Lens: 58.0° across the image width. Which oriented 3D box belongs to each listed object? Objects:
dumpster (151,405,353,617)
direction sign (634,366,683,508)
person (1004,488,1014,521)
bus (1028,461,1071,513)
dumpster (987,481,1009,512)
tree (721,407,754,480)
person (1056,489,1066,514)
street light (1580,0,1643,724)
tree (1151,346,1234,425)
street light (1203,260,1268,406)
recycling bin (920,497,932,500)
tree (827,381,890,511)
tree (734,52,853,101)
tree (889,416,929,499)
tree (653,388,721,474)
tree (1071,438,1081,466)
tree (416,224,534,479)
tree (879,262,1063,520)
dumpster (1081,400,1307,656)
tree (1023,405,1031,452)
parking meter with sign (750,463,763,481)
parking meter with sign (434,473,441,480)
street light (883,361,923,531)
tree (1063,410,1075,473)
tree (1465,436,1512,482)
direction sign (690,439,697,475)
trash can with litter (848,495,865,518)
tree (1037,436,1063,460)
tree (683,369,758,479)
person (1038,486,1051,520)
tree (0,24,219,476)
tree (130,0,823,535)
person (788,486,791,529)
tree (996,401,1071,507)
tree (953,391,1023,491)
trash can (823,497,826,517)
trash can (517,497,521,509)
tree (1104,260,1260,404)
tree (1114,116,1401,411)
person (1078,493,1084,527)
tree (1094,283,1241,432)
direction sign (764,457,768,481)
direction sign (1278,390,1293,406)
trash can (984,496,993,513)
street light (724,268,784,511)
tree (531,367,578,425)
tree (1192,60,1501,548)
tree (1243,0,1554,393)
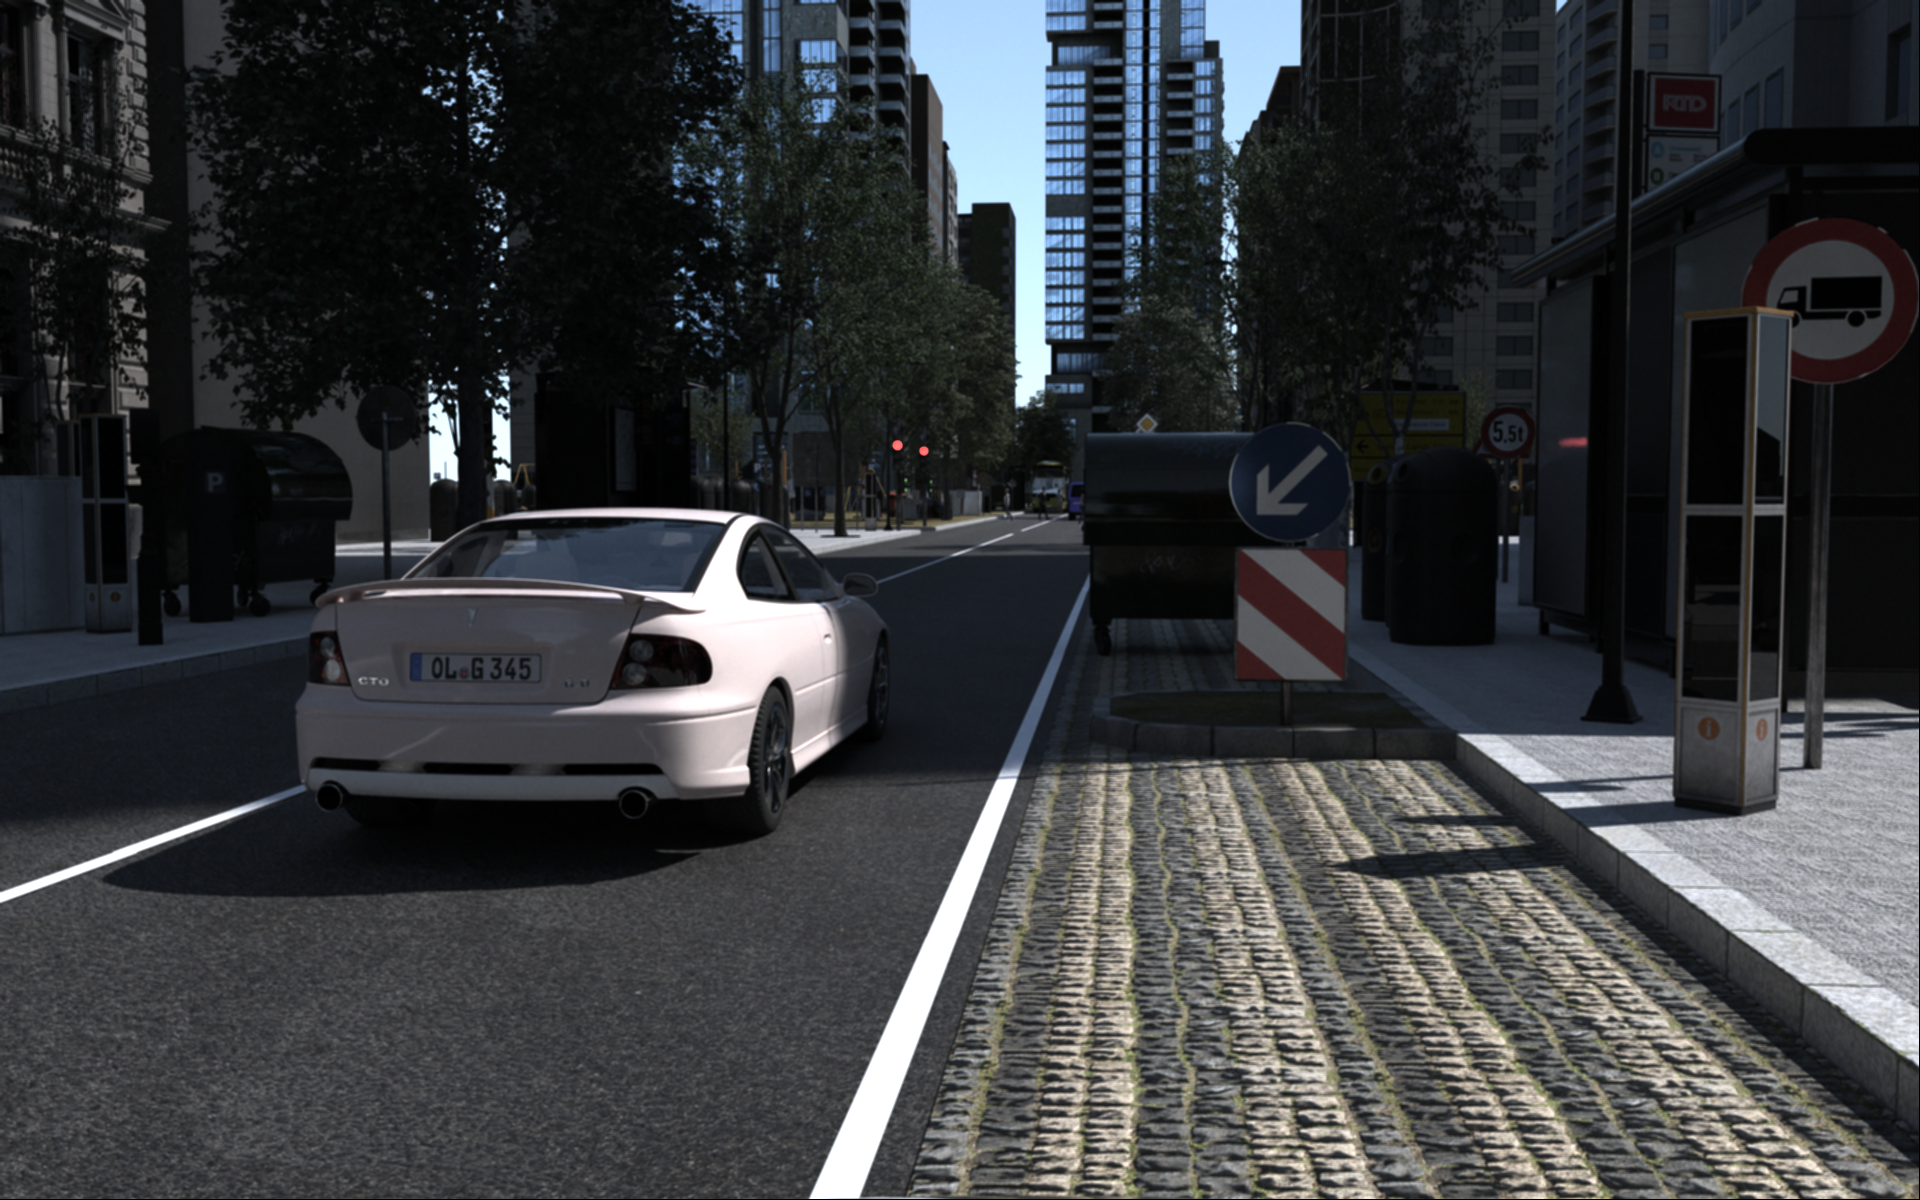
[{"bbox_3d":[-7.737,-0.999,18.829,1.502,2.255,1.985,0,4,5],"label":"dumpster"},{"bbox_3d":[-5.332,-2.366,30.673,0.876,3.537,0.379,0,4,3],"label":"direction sign"},{"bbox_3d":[2.593,-5.059,91.886,0.598,1.740,0.731,-1,4,-17],"label":"person"},{"bbox_3d":[6.986,-8.613,132.365,2.896,3.916,12.252,0,4,6],"label":"bus"},{"bbox_3d":[2.774,-7.627,127.194,1.502,2.255,1.985,0,4,5],"label":"dumpster"},{"bbox_3d":[-18.333,-11.517,138.670,4.360,8.622,3.978,0,3,0],"label":"tree"},{"bbox_3d":[7.298,-7.103,124.990,0.716,1.782,0.532,0,4,8],"label":"person"},{"bbox_3d":[3.164,-2.274,9.714,1.470,5.913,1.316,0,4,5],"label":"street light"},{"bbox_3d":[11.463,-8.273,85.622,4.360,8.622,3.978,0,3,0],"label":"tree"},{"bbox_3d":[5.509,-3.782,34.377,1.470,5.913,1.316,0,4,5],"label":"street light"},{"bbox_3d":[-2.557,-7.244,130.998,0.722,1.027,0.722,1,4,17],"label":"recycling bin"},{"bbox_3d":[-6.274,-9.836,111.186,4.360,8.622,3.978,0,3,0],"label":"tree"},{"bbox_3d":[-4.600,-7.122,42.198,9.928,11.665,9.643,0,3,0],"label":"tree"},{"bbox_3d":[-3.959,-11.622,140.388,4.737,8.622,4.395,0,3,0],"label":"tree"},{"bbox_3d":[-17.202,-9.582,107.033,4.360,8.622,3.978,0,3,0],"label":"tree"},{"bbox_3d":[10.304,-16.663,206.859,8.767,10.594,7.601,0,4,6],"label":"tree"},{"bbox_3d":[-10.305,-5.188,35.184,4.737,8.622,4.395,0,3,0],"label":"tree"},{"bbox_3d":[-0.477,-10.218,85.189,7.486,12.596,7.792,0,3,0],"label":"tree"},{"bbox_3d":[2.087,-0.653,15.634,1.985,2.255,1.502,0,4,5],"label":"dumpster"},{"bbox_3d":[3.406,-11.134,132.399,4.737,8.622,4.395,0,3,0],"label":"tree"},{"bbox_3d":[-11.683,-6.137,96.600,0.543,3.016,1.738,2,4,25],"label":"parking meter with sign"},{"bbox_3d":[-42.300,-8.764,139.552,0.543,3.016,1.738,0,4,-3],"label":"parking meter with sign"},{"bbox_3d":[-1.979,-5.385,60.586,1.470,5.913,1.316,0,4,5],"label":"street light"},{"bbox_3d":[8.726,-16.455,187.158,7.486,12.596,7.792,0,3,0],"label":"tree"},{"bbox_3d":[16.522,-3.719,55.415,1.663,3.219,1.824,0,3,0],"label":"tree"},{"bbox_3d":[-11.179,-4.808,70.608,0.876,3.537,0.379,-1,4,-11],"label":"direction sign"},{"bbox_3d":[-5.181,-4.965,92.240,1.678,1.210,2.233,-1,4,-18],"label":"trash can with litter"},{"bbox_3d":[10.228,-15.270,200.020,4.360,8.622,3.978,0,3,0],"label":"tree"},{"bbox_3d":[-12.754,-8.672,92.145,4.737,8.622,4.395,0,3,0],"label":"tree"},{"bbox_3d":[4.636,-5.321,95.269,0.755,1.850,0.659,3,4,37],"label":"person"},{"bbox_3d":[-14.184,-4.741,27.883,4.360,8.622,3.978,0,3,0],"label":"tree"},{"bbox_3d":[-7.141,-6.614,25.145,9.611,12.733,9.660,0,3,0],"label":"tree"},{"bbox_3d":[-6.603,-3.457,65.205,0.511,1.800,0.466,3,4,36],"label":"person"},{"bbox_3d":[6.594,-14.663,174.160,7.601,10.594,8.767,1,4,11],"label":"tree"},{"bbox_3d":[1.453,-9.960,113.216,4.737,8.622,4.395,0,3,0],"label":"tree"},{"bbox_3d":[-7.736,-5.130,95.528,0.748,1.137,0.748,0,3,0],"label":"trash can"},{"bbox_3d":[-21.767,-4.534,85.780,0.748,1.137,0.748,0,3,0],"label":"trash can"},{"bbox_3d":[17.486,-17.194,137.017,12.611,20.169,13.585,0,3,0],"label":"tree"},{"bbox_3d":[8.134,-7.463,47.777,9.928,11.665,9.643,0,3,0],"label":"tree"},{"bbox_3d":[5.416,-4.049,75.299,0.593,1.750,0.643,-2,4,-26],"label":"person"},{"bbox_3d":[12.806,-12.087,104.274,9.857,13.997,8.962,0,3,0],"label":"tree"},{"bbox_3d":[-11.846,-6.959,105.774,0.379,3.537,0.876,1,4,8],"label":"direction sign"},{"bbox_3d":[7.102,-2.807,37.886,0.379,3.537,0.876,2,4,30],"label":"direction sign"},{"bbox_3d":[2.262,-7.492,134.145,0.748,1.137,0.748,0,3,0],"label":"trash can"},{"bbox_3d":[-4.310,-3.867,35.768,1.470,5.913,1.316,0,4,5],"label":"street light"},{"bbox_3d":[-21.042,-8.837,94.842,4.360,8.622,3.978,0,3,0],"label":"tree"},{"bbox_3d":[6.524,-4.860,29.827,4.737,8.622,4.395,0,3,0],"label":"tree"},{"bbox_3d":[5.645,-4.405,22.391,4.360,8.622,3.978,0,3,0],"label":"tree"}]
